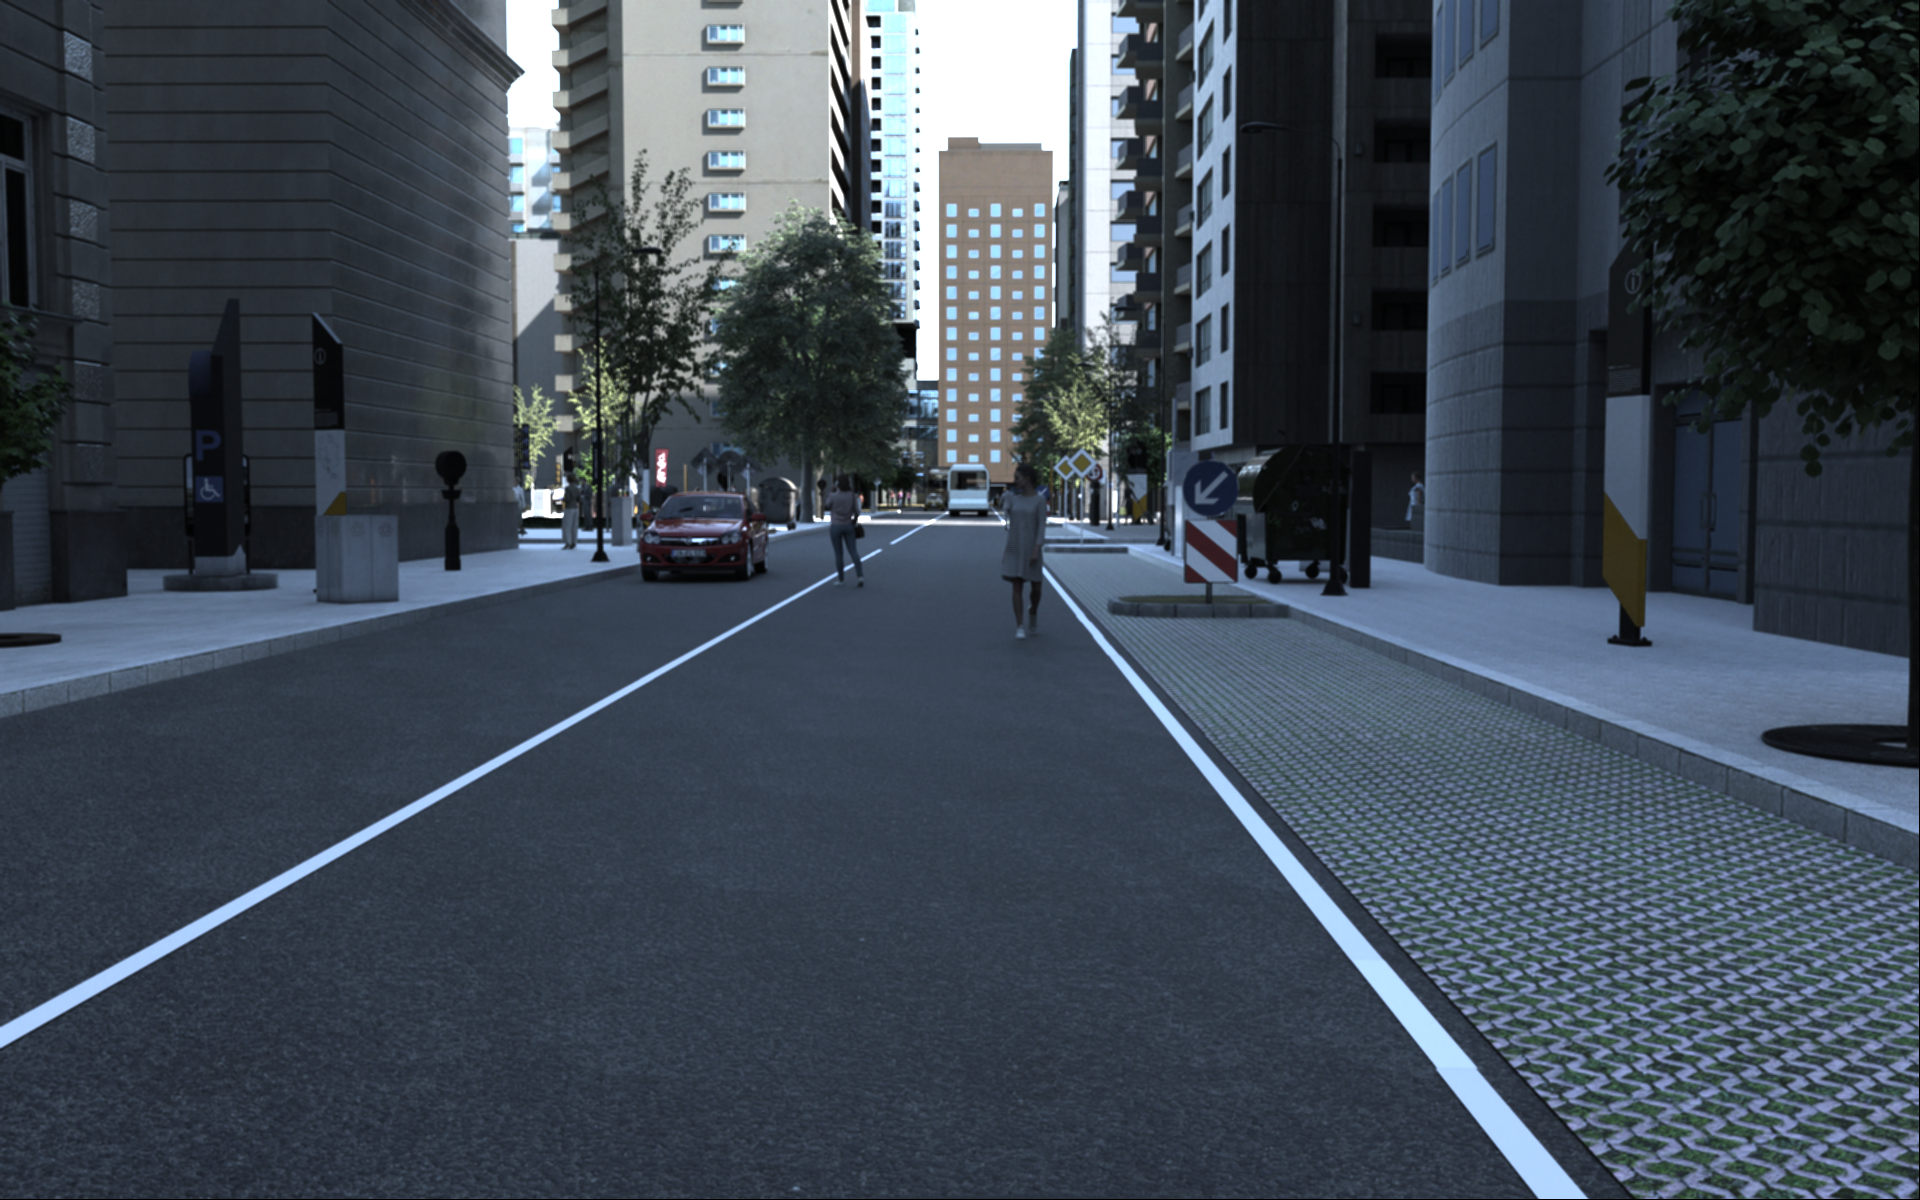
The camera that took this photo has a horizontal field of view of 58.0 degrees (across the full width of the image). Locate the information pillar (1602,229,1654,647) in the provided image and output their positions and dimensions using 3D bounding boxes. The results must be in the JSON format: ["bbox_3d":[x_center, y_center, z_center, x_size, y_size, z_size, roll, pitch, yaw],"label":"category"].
[{"bbox_3d":[5.675,-1.428,14.707,0.183,3.616,0.504,-1,4,-16],"label":"information pillar"}]

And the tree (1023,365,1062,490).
[{"bbox_3d":[6.061,-8.853,95.111,4.360,8.622,3.978,0,3,0],"label":"tree"}]

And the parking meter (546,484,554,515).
[{"bbox_3d":[-24.788,-6.054,104.699,0.399,1.863,0.255,-1,4,-23],"label":"parking meter"}]

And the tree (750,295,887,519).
[{"bbox_3d":[-7.373,-10.033,89.789,9.928,11.665,9.643,0,3,0],"label":"tree"}]

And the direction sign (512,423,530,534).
[{"bbox_3d":[-14.120,-3.896,55.697,0.876,3.537,0.379,3,4,38],"label":"direction sign"}]

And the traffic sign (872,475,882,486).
[{"bbox_3d":[-5.805,-7.424,121.112,0.795,2.593,0.064,1,4,10],"label":"traffic sign"}]

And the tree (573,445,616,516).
[{"bbox_3d":[-14.261,-4.468,67.649,1.663,3.219,1.824,0,3,0],"label":"tree"}]

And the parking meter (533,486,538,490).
[{"bbox_3d":[-29.613,-7.039,120.796,0.399,1.863,0.255,1,4,21],"label":"parking meter"}]

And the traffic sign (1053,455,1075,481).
[{"bbox_3d":[3.138,-2.983,50.968,0.795,2.593,0.064,0,4,1],"label":"traffic sign"}]

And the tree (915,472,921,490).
[{"bbox_3d":[-5.502,-11.456,171.019,4.285,4.588,4.351,0,3,0],"label":"tree"}]

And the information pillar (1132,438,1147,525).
[{"bbox_3d":[7.526,-4.934,72.027,0.504,3.616,0.183,1,4,10],"label":"information pillar"}]

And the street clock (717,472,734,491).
[{"bbox_3d":[-7.250,-2.997,53.577,0.471,2.002,0.358,2,4,30],"label":"street clock"}]

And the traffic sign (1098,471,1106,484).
[{"bbox_3d":[5.902,-4.369,73.570,0.606,2.300,0.079,0,4,7],"label":"traffic sign"}]

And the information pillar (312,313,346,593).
[{"bbox_3d":[-8.159,-1.899,22.403,0.504,3.616,0.183,2,4,30],"label":"information pillar"}]

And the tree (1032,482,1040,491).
[{"bbox_3d":[6.690,-9.833,155.362,1.663,3.219,1.824,0,3,0],"label":"tree"}]

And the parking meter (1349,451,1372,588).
[{"bbox_3d":[5.486,-1.102,23.722,0.255,1.863,0.399,1,4,8],"label":"parking meter"}]

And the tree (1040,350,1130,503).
[{"bbox_3d":[6.421,-8.417,87.979,4.737,8.622,4.395,0,3,0],"label":"tree"}]

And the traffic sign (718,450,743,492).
[{"bbox_3d":[-6.716,-3.085,50.549,0.768,2.556,0.104,0,4,5],"label":"traffic sign"}]

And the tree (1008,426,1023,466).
[{"bbox_3d":[7.106,-14.401,185.812,4.360,8.622,3.978,0,3,0],"label":"tree"}]

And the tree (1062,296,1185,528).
[{"bbox_3d":[6.235,-7.043,65.516,4.360,8.622,3.978,0,3,0],"label":"tree"}]

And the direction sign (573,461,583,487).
[{"bbox_3d":[-26.125,-7.729,118.370,0.379,3.537,0.876,3,5,42],"label":"direction sign"}]

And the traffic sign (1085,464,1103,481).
[{"bbox_3d":[5.516,-4.373,71.598,0.768,2.556,0.104,0,4,6],"label":"traffic sign"}]

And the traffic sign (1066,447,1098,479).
[{"bbox_3d":[3.042,-2.495,42.983,0.795,2.593,0.064,0,4,1],"label":"traffic sign"}]

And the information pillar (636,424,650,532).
[{"bbox_3d":[-10.620,-4.080,58.066,0.504,3.616,0.183,2,4,27],"label":"information pillar"}]

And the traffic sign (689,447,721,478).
[{"bbox_3d":[-6.351,-2.503,43.116,0.795,2.593,0.064,0,4,1],"label":"traffic sign"}]

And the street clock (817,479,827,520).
[{"bbox_3d":[-6.735,-4.902,84.722,0.471,2.002,0.358,0,4,2],"label":"street clock"}]

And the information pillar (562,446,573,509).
[{"bbox_3d":[-18.698,-5.583,82.639,0.504,3.616,0.183,-1,4,-21],"label":"information pillar"}]

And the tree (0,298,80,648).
[{"bbox_3d":[-8.407,-1.229,14.690,1.663,3.219,1.824,0,3,0],"label":"tree"}]

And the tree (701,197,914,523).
[{"bbox_3d":[-6.723,-10.378,76.342,9.857,13.997,8.962,0,3,0],"label":"tree"}]

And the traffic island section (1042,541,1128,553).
[{"bbox_3d":[3.066,-1.271,43.066,2.009,0.180,2.903,0,4,1],"label":"traffic island section"}]

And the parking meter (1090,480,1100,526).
[{"bbox_3d":[5.450,-3.926,69.894,0.255,1.863,0.399,-2,4,-26],"label":"parking meter"}]

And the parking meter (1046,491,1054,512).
[{"bbox_3d":[6.652,-7.207,126.248,0.372,1.533,0.369,0,3,0],"label":"parking meter"}]

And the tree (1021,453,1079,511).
[{"bbox_3d":[7.185,-8.868,128.710,4.285,4.588,4.351,0,3,0],"label":"tree"}]

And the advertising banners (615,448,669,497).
[{"bbox_3d":[-12.168,-4.289,66.321,2.074,3.025,0.090,0,4,0],"label":"advertising banners"}]

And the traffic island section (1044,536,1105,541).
[{"bbox_3d":[3.161,-1.760,51.050,2.009,0.180,2.903,0,4,1],"label":"traffic island section"}]

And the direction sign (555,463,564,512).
[{"bbox_3d":[-28.877,-8.172,125.604,0.876,3.537,0.379,0,4,-5],"label":"direction sign"}]

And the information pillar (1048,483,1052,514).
[{"bbox_3d":[5.923,-6.678,113.680,0.304,2.012,0.304,-1,4,-9],"label":"information pillar"}]

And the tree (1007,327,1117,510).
[{"bbox_3d":[7.122,-12.246,118.351,7.486,12.596,7.792,0,3,0],"label":"tree"}]

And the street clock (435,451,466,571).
[{"bbox_3d":[-8.539,-1.500,29.098,0.358,2.002,0.471,2,4,35],"label":"street clock"}]

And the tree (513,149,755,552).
[{"bbox_3d":[-6.891,-5.367,38.118,4.737,8.622,4.395,0,3,0],"label":"tree"}]

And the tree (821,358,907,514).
[{"bbox_3d":[-7.477,-11.904,112.764,7.486,12.596,7.792,0,3,0],"label":"tree"}]

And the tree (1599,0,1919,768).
[{"bbox_3d":[4.870,-1.525,8.652,4.285,4.588,4.351,0,3,0],"label":"tree"}]

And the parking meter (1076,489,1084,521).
[{"bbox_3d":[5.788,-4.583,83.349,0.372,1.533,0.369,0,3,0],"label":"parking meter"}]

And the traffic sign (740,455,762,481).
[{"bbox_3d":[-6.255,-2.991,51.100,0.795,2.593,0.064,0,4,1],"label":"traffic sign"}]

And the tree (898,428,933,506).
[{"bbox_3d":[-5.276,-14.611,189.259,4.360,8.622,3.978,0,3,0],"label":"tree"}]

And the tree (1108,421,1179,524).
[{"bbox_3d":[8.120,-5.617,75.556,4.285,4.588,4.351,0,3,0],"label":"tree"}]

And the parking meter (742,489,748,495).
[{"bbox_3d":[-11.576,-5.195,93.353,0.372,1.533,0.369,0,3,0],"label":"parking meter"}]

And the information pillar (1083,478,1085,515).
[{"bbox_3d":[7.468,-6.979,105.468,0.183,3.616,0.504,1,4,17],"label":"information pillar"}]

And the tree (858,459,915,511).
[{"bbox_3d":[-6.077,-9.055,131.759,4.285,4.588,4.351,0,3,0],"label":"tree"}]

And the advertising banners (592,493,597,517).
[{"bbox_3d":[-17.807,-5.394,84.383,0.090,3.025,2.074,-2,4,-35],"label":"advertising banners"}]

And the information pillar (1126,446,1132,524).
[{"bbox_3d":[7.264,-4.995,73.016,0.504,3.616,0.183,0,4,-7],"label":"information pillar"}]
